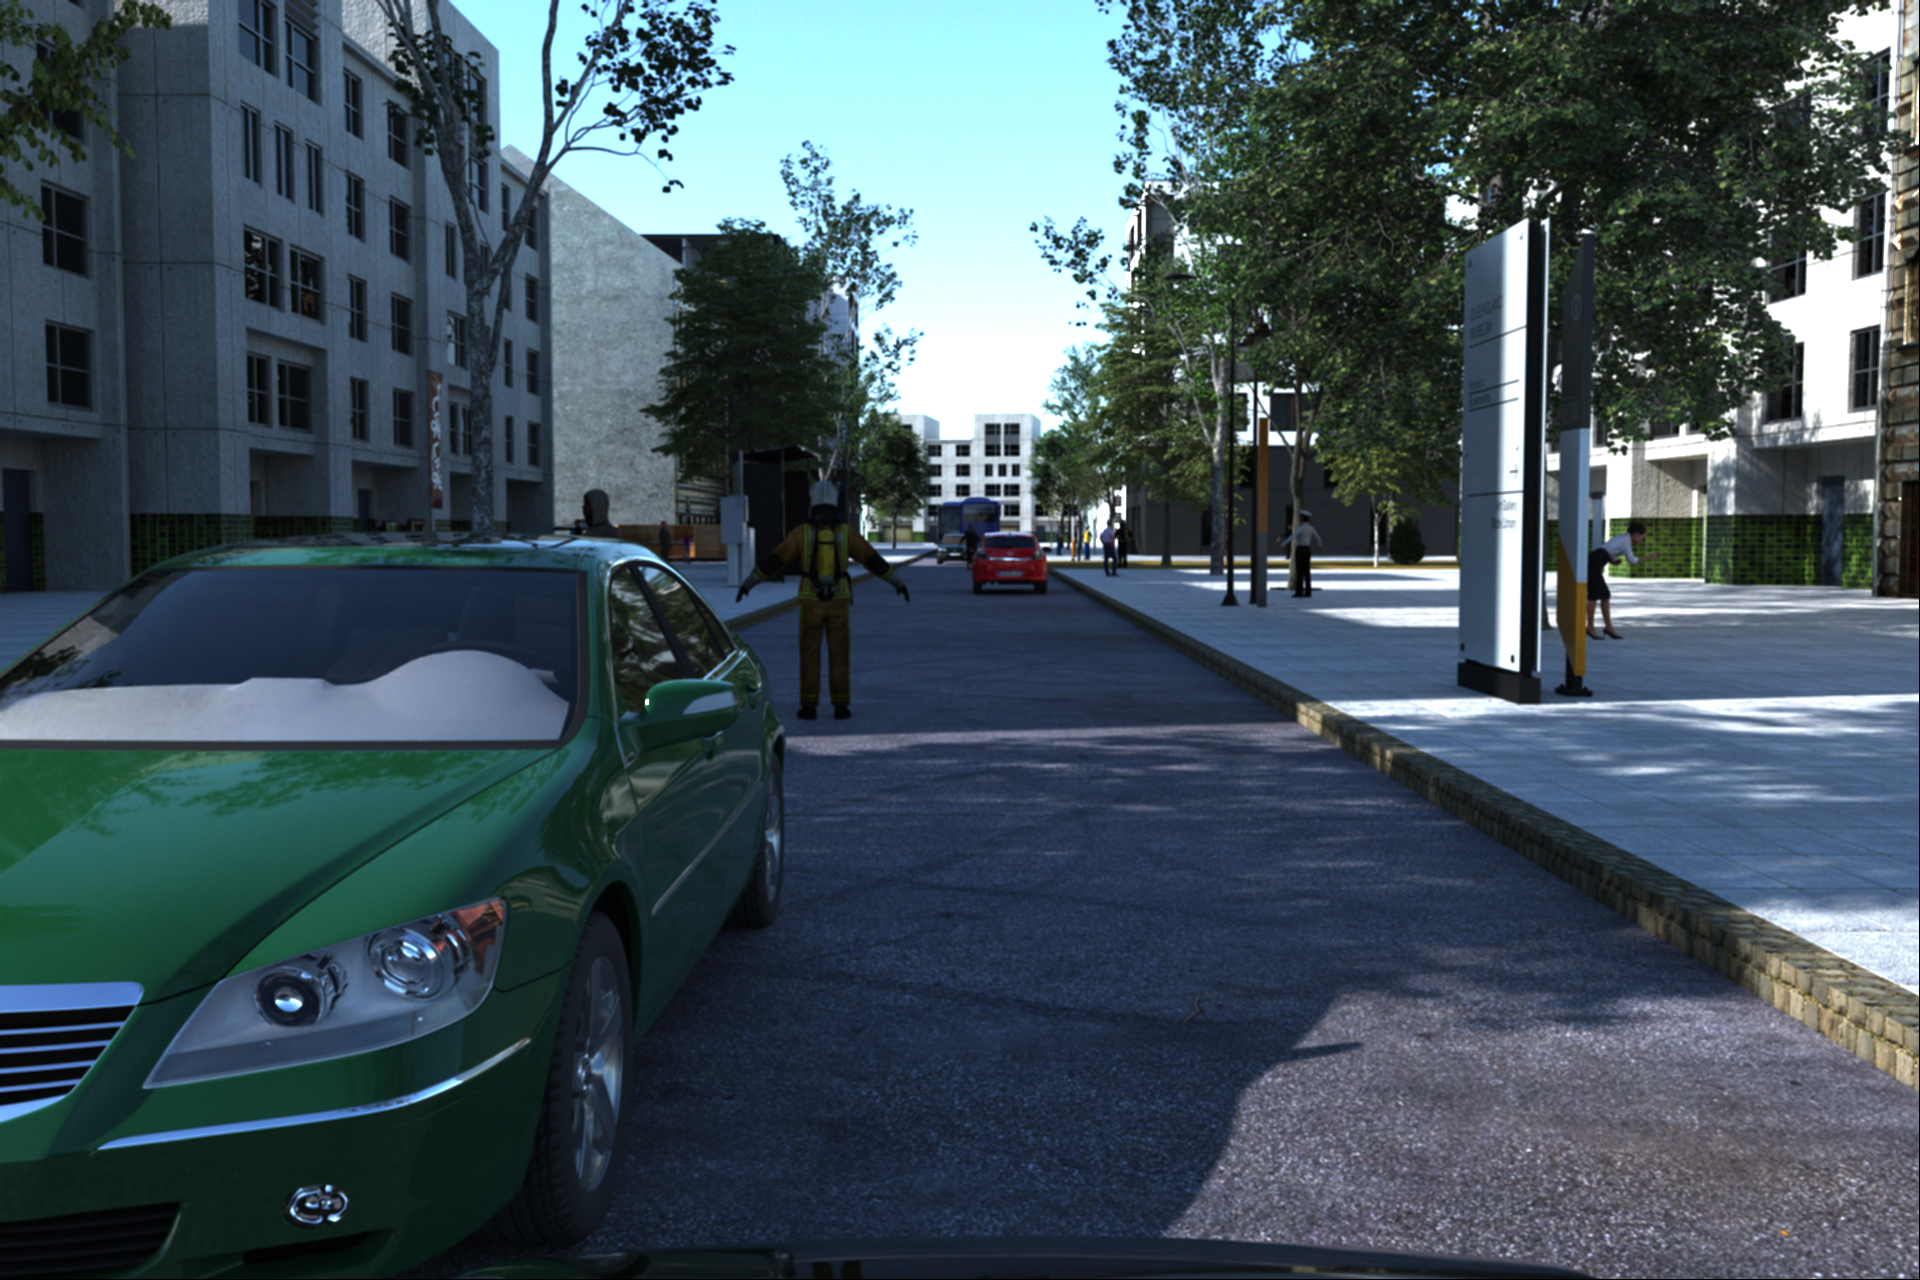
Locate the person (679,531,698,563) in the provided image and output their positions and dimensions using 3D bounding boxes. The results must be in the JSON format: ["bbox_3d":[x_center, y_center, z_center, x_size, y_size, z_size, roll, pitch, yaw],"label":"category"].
[{"bbox_3d":[-11.915,-4.068,75.782,0.991,1.433,0.599,-3,5,-44],"label":"person"}]

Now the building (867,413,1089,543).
[{"bbox_3d":[3.080,-23.918,259.971,31.486,18.905,16.747,0,4,8],"label":"building"}]

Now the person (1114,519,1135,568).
[{"bbox_3d":[6.152,-3.671,65.800,1.354,1.856,0.705,-2,4,-31],"label":"person"}]

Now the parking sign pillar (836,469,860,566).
[{"bbox_3d":[-4.844,-5.044,70.947,1.447,3.967,1.447,0,4,1],"label":"parking sign pillar"}]

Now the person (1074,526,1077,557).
[{"bbox_3d":[6.511,-5.548,97.425,0.721,1.740,1.216,1,4,8],"label":"person"}]

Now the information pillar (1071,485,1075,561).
[{"bbox_3d":[5.399,-5.584,82.654,0.183,3.616,0.504,0,4,-1],"label":"information pillar"}]

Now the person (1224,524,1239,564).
[{"bbox_3d":[11.337,-4.067,73.298,1.217,1.733,0.721,-2,4,-27],"label":"person"}]

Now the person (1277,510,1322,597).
[{"bbox_3d":[6.931,-1.759,35.219,1.216,1.778,0.721,-2,4,-34],"label":"person"}]

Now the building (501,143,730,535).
[{"bbox_3d":[-25.084,-16.888,107.043,19.493,23.208,18.063,0,4,1],"label":"building"}]

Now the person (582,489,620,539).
[{"bbox_3d":[-3.129,-0.383,14.845,0.705,1.813,1.348,-2,4,-35],"label":"person"}]

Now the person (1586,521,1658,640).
[{"bbox_3d":[7.982,-0.725,21.083,0.799,1.438,0.628,-2,4,-31],"label":"person"}]

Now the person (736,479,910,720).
[{"bbox_3d":[-1.055,-0.320,13.452,1.354,1.858,0.705,-1,4,-8],"label":"person"}]

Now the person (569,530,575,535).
[{"bbox_3d":[-20.506,-5.218,91.445,0.704,1.817,1.347,1,4,11],"label":"person"}]

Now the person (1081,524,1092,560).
[{"bbox_3d":[6.198,-4.829,85.410,0.721,1.772,1.216,-2,4,-24],"label":"person"}]

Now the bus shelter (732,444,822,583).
[{"bbox_3d":[-5.043,-3.498,48.483,1.731,3.624,6.357,0,4,2],"label":"bus shelter"}]

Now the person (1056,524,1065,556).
[{"bbox_3d":[5.817,-5.818,100.979,0.705,1.847,1.347,-1,4,-17],"label":"person"}]

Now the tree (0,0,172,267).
[{"bbox_3d":[-8.481,-3.888,13.930,4.737,8.622,4.395,0,3,0],"label":"tree"}]

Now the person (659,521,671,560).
[{"bbox_3d":[-10.686,-3.442,62.876,0.434,1.755,0.990,1,4,10],"label":"person"}]

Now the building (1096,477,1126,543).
[{"bbox_3d":[24.034,-18.103,238.123,9.099,9.664,28.070,0,4,1],"label":"building"}]

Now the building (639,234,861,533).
[{"bbox_3d":[-22.703,-17.773,134.566,27.936,21.610,32.646,0,4,0],"label":"building"}]

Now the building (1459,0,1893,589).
[{"bbox_3d":[27.756,-11.298,51.181,16.747,18.905,31.486,0,4,0],"label":"building"}]

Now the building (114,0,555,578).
[{"bbox_3d":[-25.311,-11.563,55.511,16.747,18.905,31.486,0,4,1],"label":"building"}]

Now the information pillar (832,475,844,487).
[{"bbox_3d":[-5.323,-5.330,76.528,0.750,3.857,0.750,0,4,1],"label":"information pillar"}]

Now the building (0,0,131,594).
[{"bbox_3d":[-27.105,-9.568,22.900,16.747,18.905,31.486,0,3,0],"label":"building"}]

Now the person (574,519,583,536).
[{"bbox_3d":[-13.412,-3.330,60.669,0.705,1.803,1.348,-2,4,-33],"label":"person"}]

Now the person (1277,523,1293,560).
[{"bbox_3d":[16.667,-4.985,87.443,1.347,1.837,0.705,-1,4,-17],"label":"person"}]

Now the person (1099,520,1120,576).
[{"bbox_3d":[4.594,-2.811,52.941,0.436,1.711,0.756,-1,4,-23],"label":"person"}]

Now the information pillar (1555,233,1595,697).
[{"bbox_3d":[4.897,-1.372,13.790,0.183,3.616,0.504,0,4,1],"label":"information pillar"}]

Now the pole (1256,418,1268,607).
[{"bbox_3d":[5.314,-2.238,30.426,0.158,3.312,0.155,0,3,0],"label":"pole"}]

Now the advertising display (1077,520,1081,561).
[{"bbox_3d":[5.621,-4.684,81.790,0.123,1.923,0.974,0,4,0],"label":"advertising display"}]

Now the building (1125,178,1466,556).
[{"bbox_3d":[24.868,-16.647,116.159,27.936,21.610,32.646,0,4,1],"label":"building"}]

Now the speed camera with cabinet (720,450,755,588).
[{"bbox_3d":[-5.363,-2.899,41.741,0.660,3.252,2.038,0,4,1],"label":"speed camera with cabinet"}]

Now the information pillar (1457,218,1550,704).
[{"bbox_3d":[4.296,-1.373,13.760,0.184,3.620,1.656,0,4,0],"label":"information pillar"}]

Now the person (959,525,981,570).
[{"bbox_3d":[0.460,-3.707,69.200,1.346,1.812,0.704,-2,4,-35],"label":"person"}]

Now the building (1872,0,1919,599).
[{"bbox_3d":[27.773,-11.904,25.568,19.493,23.208,18.063,0,4,1],"label":"building"}]
